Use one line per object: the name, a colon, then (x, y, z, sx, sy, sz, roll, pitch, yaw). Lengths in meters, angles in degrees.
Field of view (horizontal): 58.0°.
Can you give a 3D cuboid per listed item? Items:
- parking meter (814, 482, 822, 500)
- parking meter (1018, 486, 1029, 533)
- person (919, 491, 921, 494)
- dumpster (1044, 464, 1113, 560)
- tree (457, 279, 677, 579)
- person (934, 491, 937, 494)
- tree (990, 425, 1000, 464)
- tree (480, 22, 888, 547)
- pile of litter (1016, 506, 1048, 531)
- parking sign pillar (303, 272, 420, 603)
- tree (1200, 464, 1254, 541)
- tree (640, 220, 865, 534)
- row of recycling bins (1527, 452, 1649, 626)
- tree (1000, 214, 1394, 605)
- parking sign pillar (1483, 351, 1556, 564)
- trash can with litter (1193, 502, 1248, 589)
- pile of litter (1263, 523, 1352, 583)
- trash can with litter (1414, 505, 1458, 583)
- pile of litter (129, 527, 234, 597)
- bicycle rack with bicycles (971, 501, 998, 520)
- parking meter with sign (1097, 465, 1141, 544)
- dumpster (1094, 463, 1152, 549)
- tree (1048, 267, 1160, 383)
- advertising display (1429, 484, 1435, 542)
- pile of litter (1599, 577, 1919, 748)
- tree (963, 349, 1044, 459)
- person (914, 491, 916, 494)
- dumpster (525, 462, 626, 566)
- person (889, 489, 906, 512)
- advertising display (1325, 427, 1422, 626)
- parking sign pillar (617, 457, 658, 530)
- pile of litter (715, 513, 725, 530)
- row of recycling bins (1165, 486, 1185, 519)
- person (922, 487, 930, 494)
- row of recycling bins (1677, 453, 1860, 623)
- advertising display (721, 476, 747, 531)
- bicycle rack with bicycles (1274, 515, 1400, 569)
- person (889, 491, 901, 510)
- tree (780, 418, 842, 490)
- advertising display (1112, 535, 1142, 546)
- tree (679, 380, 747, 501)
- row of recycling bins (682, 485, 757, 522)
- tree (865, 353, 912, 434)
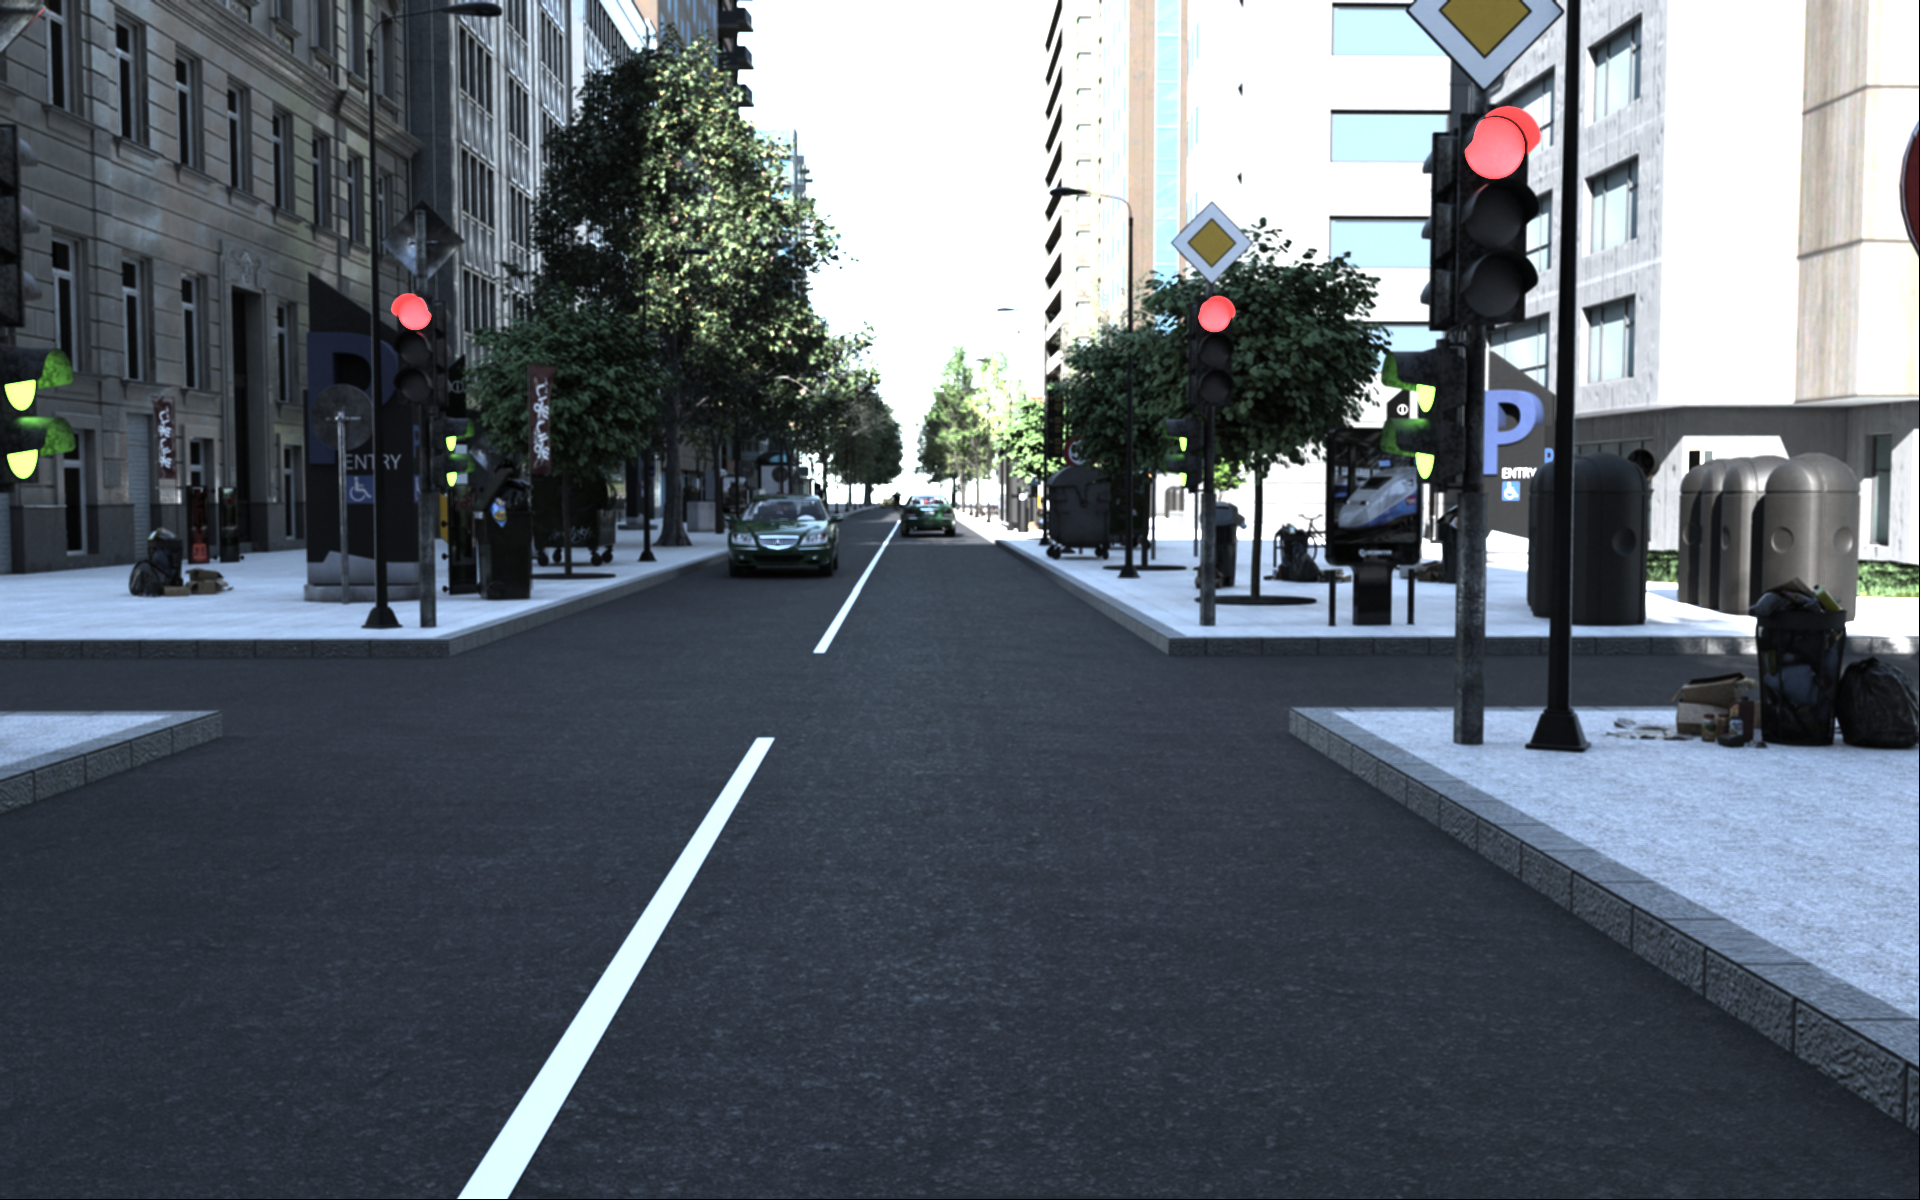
parking meter: (-6.753, -4.687, 82.344, 0.399, 1.863, 0.255, 0, 4, 1)
parking meter: (2.083, -2.980, 57.126, 0.372, 1.533, 0.369, 0, 3, 0)
person: (-4.588, -11.707, 200.638, 1.217, 1.736, 0.721, 0, 4, -6)
dumpster: (2.377, -1.762, 34.573, 1.264, 1.857, 1.865, 0, 4, -1)
tree: (-5.983, -2.626, 26.655, 4.285, 4.588, 4.351, 0, 3, 0)
person: (-2.049, -8.213, 143.718, 0.436, 1.711, 0.756, 3, 4, 39)
tree: (3.103, -2.805, 29.578, 4.285, 4.588, 4.351, 0, 3, 0)
tree: (-7.038, -7.683, 42.629, 9.611, 12.733, 9.660, 0, 3, 0)
pile of litter: (2.795, -2.902, 61.406, 1.719, 0.858, 1.176, 0, 4, -4)
parking sign pillar: (-7.246, -1.992, 21.038, 1.447, 3.967, 1.447, 0, 4, -1)
tree: (7.099, -3.213, 47.140, 1.663, 3.219, 1.824, 0, 3, 0)
tree: (-7.764, -7.446, 56.157, 8.767, 10.594, 7.601, 0, 4, 0)
row of recycling bins: (6.602, -0.695, 18.477, 1.069, 1.692, 3.534, 1, 4, 13)
tree: (3.457, -2.250, 20.494, 4.285, 4.588, 4.351, 0, 3, 0)
parking sign pillar: (10.357, -2.675, 32.207, 1.447, 3.967, 1.447, -3, 5, -42)
trash can with litter: (3.570, -0.761, 23.835, 0.624, 1.170, 1.055, 1, 4, 18)
pile of litter: (5.154, -0.721, 25.756, 1.176, 0.858, 1.719, 0, 4, -6)
trash can with litter: (7.010, -0.838, 25.092, 0.624, 1.170, 1.055, -2, 4, -32)
pile of litter: (-10.009, -0.515, 22.387, 1.176, 0.858, 1.719, 1, 4, 19)
bicycle rack with bicycles: (2.252, -4.461, 86.323, 2.925, 0.926, 2.852, 1, 4, 17)
parking meter with sign: (4.111, -2.994, 45.214, 0.543, 3.016, 1.738, -2, 4, -32)
dumpster: (3.770, -2.339, 40.730, 1.502, 2.255, 1.985, 0, 4, -1)
tree: (4.951, -6.413, 55.219, 4.360, 8.622, 3.978, 0, 3, 0)
advertising display: (12.819, -2.558, 47.038, 0.123, 1.923, 0.974, 1, 4, 17)
pile of litter: (4.330, 0.292, 9.185, 1.719, 0.858, 1.176, 2, 4, 24)
tree: (2.381, -8.445, 88.446, 4.737, 8.622, 4.395, 0, 3, 0)
person: (-6.005, -13.580, 230.557, 0.705, 1.821, 1.348, 1, 4, 10)
dumpster: (-6.970, -1.770, 31.437, 1.502, 2.255, 1.985, 0, 4, -1)
person: (-4.876, -7.829, 136.139, 1.348, 1.869, 0.705, 0, 4, 5)
advertising display: (4.036, -0.715, 16.911, 0.974, 1.923, 0.123, -1, 4, -15)
parking sign pillar: (-11.647, -4.526, 62.471, 1.447, 3.967, 1.447, 1, 4, 9)
pile of litter: (-9.129, -2.963, 62.405, 1.176, 0.858, 1.719, 2, 4, 34)
row of recycling bins: (11.490, -4.959, 88.194, 1.069, 1.692, 3.534, -1, 4, -21)
person: (-1.886, -5.409, 96.878, 1.348, 1.831, 0.705, 0, 4, -4)
row of recycling bins: (8.686, -0.717, 18.834, 1.069, 1.692, 3.534, 0, 4, 6)
advertising display: (-7.940, -3.405, 60.892, 0.974, 1.923, 0.123, -2, 4, -32)
bicycle rack with bicycles: (6.965, -1.032, 30.251, 2.925, 0.926, 2.852, -3, 5, -41)
person: (-5.906, -9.093, 157.695, 1.217, 1.766, 0.721, -1, 4, -23)
tree: (-8.360, -9.072, 98.686, 4.737, 8.622, 4.395, 0, 3, 0)
advertising display: (4.160, -2.307, 42.939, 0.974, 1.923, 0.123, -2, 4, -26)
tree: (-12.262, -8.091, 82.648, 4.737, 8.622, 4.395, 0, 3, 0)
row of recycling bins: (-10.930, -4.398, 79.026, 3.534, 1.692, 1.069, -1, 4, -11)
tree: (-6.989, -8.459, 72.724, 8.767, 10.594, 7.601, 0, 4, 6)
